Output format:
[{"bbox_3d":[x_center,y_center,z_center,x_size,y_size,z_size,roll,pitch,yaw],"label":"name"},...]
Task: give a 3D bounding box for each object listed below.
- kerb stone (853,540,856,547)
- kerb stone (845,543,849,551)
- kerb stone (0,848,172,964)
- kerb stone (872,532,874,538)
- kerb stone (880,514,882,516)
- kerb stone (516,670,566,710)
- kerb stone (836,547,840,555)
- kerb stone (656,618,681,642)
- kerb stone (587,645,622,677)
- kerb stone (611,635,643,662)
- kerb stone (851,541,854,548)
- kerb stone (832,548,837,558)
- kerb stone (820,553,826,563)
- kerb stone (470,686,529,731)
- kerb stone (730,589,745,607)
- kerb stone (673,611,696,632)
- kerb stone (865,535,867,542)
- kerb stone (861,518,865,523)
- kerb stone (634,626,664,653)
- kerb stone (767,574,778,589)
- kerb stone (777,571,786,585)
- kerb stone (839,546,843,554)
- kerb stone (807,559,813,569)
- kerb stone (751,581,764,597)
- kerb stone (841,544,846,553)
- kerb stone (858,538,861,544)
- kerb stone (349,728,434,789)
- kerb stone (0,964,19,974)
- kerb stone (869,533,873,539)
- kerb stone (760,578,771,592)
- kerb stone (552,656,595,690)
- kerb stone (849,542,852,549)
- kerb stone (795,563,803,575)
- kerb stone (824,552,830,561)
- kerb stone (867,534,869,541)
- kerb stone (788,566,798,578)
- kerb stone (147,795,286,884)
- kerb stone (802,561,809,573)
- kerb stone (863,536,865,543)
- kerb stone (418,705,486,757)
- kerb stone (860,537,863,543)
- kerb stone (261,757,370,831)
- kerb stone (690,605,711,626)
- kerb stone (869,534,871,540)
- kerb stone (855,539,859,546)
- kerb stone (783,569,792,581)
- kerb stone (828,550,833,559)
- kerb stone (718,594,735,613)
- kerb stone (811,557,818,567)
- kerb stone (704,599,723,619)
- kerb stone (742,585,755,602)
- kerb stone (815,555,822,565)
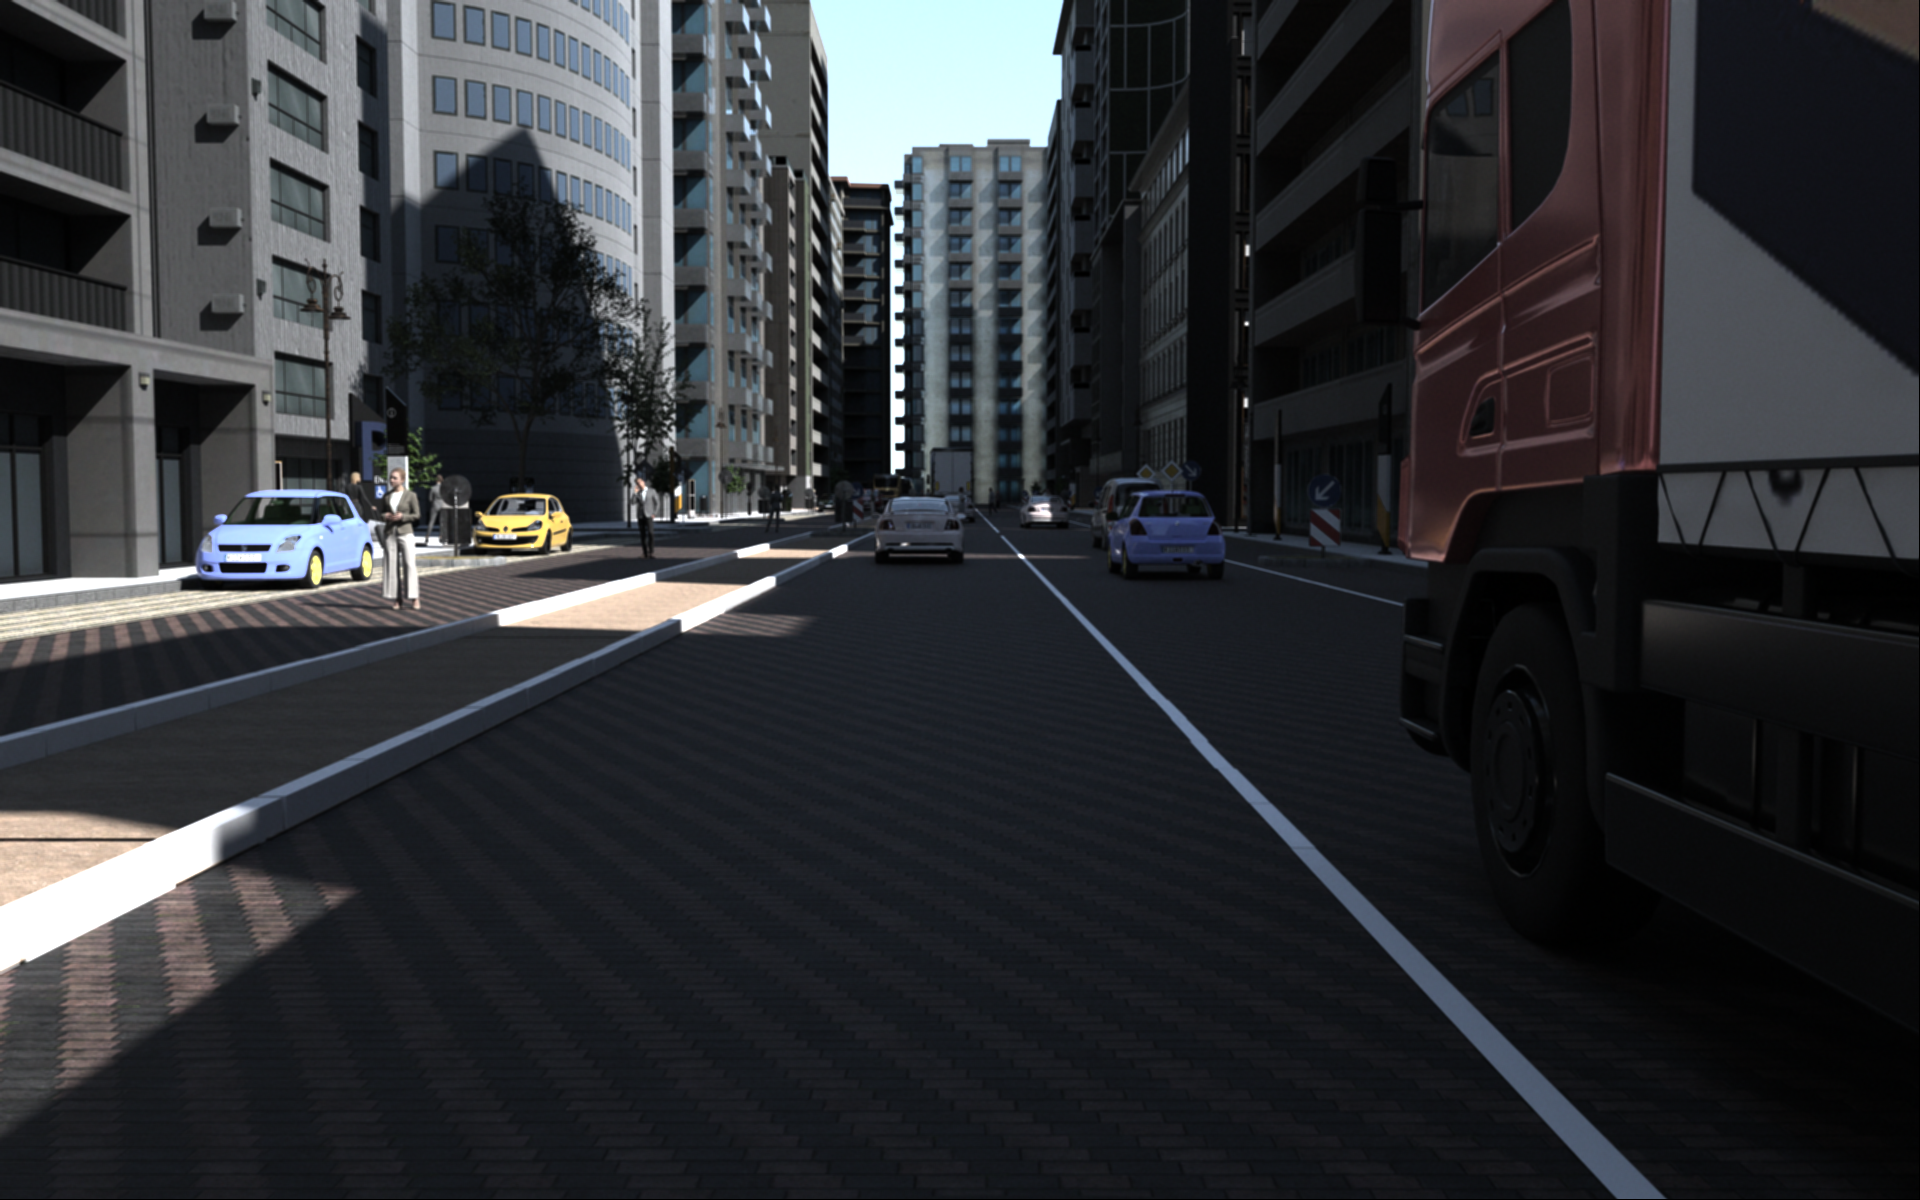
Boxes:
[{"bbox_3d":[-2.899,-1.437,45.824,0.120,0.150,1.000,0,3,0],"label":"kerb stone"},{"bbox_3d":[-2.895,-1.257,42.749,0.120,0.150,1.000,0,3,0],"label":"kerb stone"},{"bbox_3d":[-2.916,1.003,5.800,0.120,0.150,1.000,0,3,0],"label":"kerb stone"},{"bbox_3d":[-2.889,-2.009,55.035,0.120,0.150,1.000,0,3,0],"label":"kerb stone"},{"bbox_3d":[-4.945,-5.552,112.971,0.120,0.150,1.000,0,3,0],"label":"kerb stone"},{"bbox_3d":[-2.919,0.626,11.979,0.120,0.150,1.000,0,3,0],"label":"kerb stone"},{"bbox_3d":[-2.899,-1.069,39.676,0.120,0.150,1.000,0,3,0],"label":"kerb stone"},{"bbox_3d":[-2.918,0.317,17.093,0.120,0.150,1.000,0,3,0],"label":"kerb stone"},{"bbox_3d":[-2.914,0.504,14.023,0.120,0.150,1.000,0,3,0],"label":"kerb stone"},{"bbox_3d":[-2.925,0.441,15.045,0.120,0.150,1.000,0,3,0],"label":"kerb stone"},{"bbox_3d":[-2.898,-1.379,44.801,0.120,0.150,1.000,0,3,0],"label":"kerb stone"},{"bbox_3d":[-2.893,-1.004,38.648,0.120,0.150,1.000,0,3,0],"label":"kerb stone"},{"bbox_3d":[-2.912,-0.818,35.576,0.120,0.150,1.000,0,3,0],"label":"kerb stone"},{"bbox_3d":[-2.926,0.688,10.946,0.120,0.150,1.000,0,3,0],"label":"kerb stone"},{"bbox_3d":[-2.913,-0.002,22.235,0.120,0.150,1.000,0,3,0],"label":"kerb stone"},{"bbox_3d":[-2.923,0.249,18.118,0.120,0.150,1.000,0,3,0],"label":"kerb stone"},{"bbox_3d":[-2.892,-1.757,50.936,0.120,0.150,1.000,0,3,0],"label":"kerb stone"},{"bbox_3d":[-4.967,-3.922,86.317,0.120,0.150,1.000,0,3,0],"label":"kerb stone"},{"bbox_3d":[-2.917,0.375,16.067,0.120,0.150,1.000,0,3,0],"label":"kerb stone"},{"bbox_3d":[-2.913,-0.252,26.340,0.120,0.150,1.000,0,3,0],"label":"kerb stone"},{"bbox_3d":[-2.907,-0.315,27.370,0.120,0.150,1.000,0,3,0],"label":"kerb stone"},{"bbox_3d":[-2.906,-1.130,40.705,0.120,0.150,1.000,0,3,0],"label":"kerb stone"},{"bbox_3d":[-2.908,-0.631,32.507,0.120,0.150,1.000,0,3,0],"label":"kerb stone"},{"bbox_3d":[-2.909,-0.126,24.287,0.120,0.150,1.000,0,3,0],"label":"kerb stone"},{"bbox_3d":[-2.893,-1.195,41.727,0.120,0.150,1.000,0,3,0],"label":"kerb stone"},{"bbox_3d":[-2.893,-1.570,47.867,0.120,0.150,1.000,0,3,0],"label":"kerb stone"},{"bbox_3d":[-2.925,0.814,8.881,0.120,0.150,1.000,0,3,0],"label":"kerb stone"},{"bbox_3d":[-2.925,1.073,4.774,0.120,0.150,1.000,0,3,0],"label":"kerb stone"},{"bbox_3d":[-2.888,-1.943,54.005,0.120,0.150,1.000,0,3,0],"label":"kerb stone"},{"bbox_3d":[-2.913,-0.190,25.308,0.120,0.150,1.000,0,3,0],"label":"kerb stone"},{"bbox_3d":[-2.923,0.562,13.001,0.120,0.150,1.000,0,3,0],"label":"kerb stone"},{"bbox_3d":[-2.892,-1.320,43.774,0.120,0.150,1.000,0,3,0],"label":"kerb stone"},{"bbox_3d":[-2.904,-0.505,30.453,0.120,0.150,1.000,0,3,0],"label":"kerb stone"},{"bbox_3d":[-2.902,-0.878,36.598,0.120,0.150,1.000,0,3,0],"label":"kerb stone"},{"bbox_3d":[-2.892,-1.818,51.959,0.120,0.150,1.000,0,3,0],"label":"kerb stone"},{"bbox_3d":[-2.905,-0.443,29.431,0.120,0.150,1.000,0,3,0],"label":"kerb stone"},{"bbox_3d":[-2.928,0.941,6.832,0.120,0.150,1.000,0,3,0],"label":"kerb stone"},{"bbox_3d":[-2.902,-0.568,31.485,0.120,0.150,1.000,0,3,0],"label":"kerb stone"},{"bbox_3d":[-2.898,-1.695,49.914,0.120,0.150,1.000,0,3,0],"label":"kerb stone"},{"bbox_3d":[-2.925,0.754,9.912,0.120,0.150,1.000,0,3,0],"label":"kerb stone"},{"bbox_3d":[-2.900,-1.633,48.889,0.120,0.150,1.000,0,3,0],"label":"kerb stone"},{"bbox_3d":[-2.923,0.877,7.859,0.120,0.150,1.000,0,3,0],"label":"kerb stone"},{"bbox_3d":[-2.915,0.186,19.151,0.120,0.150,1.000,0,3,0],"label":"kerb stone"},{"bbox_3d":[-2.890,-1.883,52.983,0.120,0.150,1.000,0,3,0],"label":"kerb stone"},{"bbox_3d":[-2.897,-1.508,46.845,0.120,0.150,1.000,0,3,0],"label":"kerb stone"},{"bbox_3d":[-2.905,-0.378,28.402,0.120,0.150,1.000,0,3,0],"label":"kerb stone"},{"bbox_3d":[-2.904,-0.942,37.620,0.120,0.150,1.000,0,3,0],"label":"kerb stone"},{"bbox_3d":[-2.909,0.060,21.213,0.120,0.150,1.000,0,3,0],"label":"kerb stone"},{"bbox_3d":[-2.901,-0.693,33.529,0.120,0.150,1.000,0,3,0],"label":"kerb stone"},{"bbox_3d":[-2.915,0.123,20.184,0.120,0.150,1.000,0,3,0],"label":"kerb stone"},{"bbox_3d":[-2.912,-0.062,23.265,0.120,0.150,1.000,0,3,0],"label":"kerb stone"},{"bbox_3d":[-2.908,-0.753,34.554,0.120,0.150,1.000,0,3,0],"label":"kerb stone"}]
